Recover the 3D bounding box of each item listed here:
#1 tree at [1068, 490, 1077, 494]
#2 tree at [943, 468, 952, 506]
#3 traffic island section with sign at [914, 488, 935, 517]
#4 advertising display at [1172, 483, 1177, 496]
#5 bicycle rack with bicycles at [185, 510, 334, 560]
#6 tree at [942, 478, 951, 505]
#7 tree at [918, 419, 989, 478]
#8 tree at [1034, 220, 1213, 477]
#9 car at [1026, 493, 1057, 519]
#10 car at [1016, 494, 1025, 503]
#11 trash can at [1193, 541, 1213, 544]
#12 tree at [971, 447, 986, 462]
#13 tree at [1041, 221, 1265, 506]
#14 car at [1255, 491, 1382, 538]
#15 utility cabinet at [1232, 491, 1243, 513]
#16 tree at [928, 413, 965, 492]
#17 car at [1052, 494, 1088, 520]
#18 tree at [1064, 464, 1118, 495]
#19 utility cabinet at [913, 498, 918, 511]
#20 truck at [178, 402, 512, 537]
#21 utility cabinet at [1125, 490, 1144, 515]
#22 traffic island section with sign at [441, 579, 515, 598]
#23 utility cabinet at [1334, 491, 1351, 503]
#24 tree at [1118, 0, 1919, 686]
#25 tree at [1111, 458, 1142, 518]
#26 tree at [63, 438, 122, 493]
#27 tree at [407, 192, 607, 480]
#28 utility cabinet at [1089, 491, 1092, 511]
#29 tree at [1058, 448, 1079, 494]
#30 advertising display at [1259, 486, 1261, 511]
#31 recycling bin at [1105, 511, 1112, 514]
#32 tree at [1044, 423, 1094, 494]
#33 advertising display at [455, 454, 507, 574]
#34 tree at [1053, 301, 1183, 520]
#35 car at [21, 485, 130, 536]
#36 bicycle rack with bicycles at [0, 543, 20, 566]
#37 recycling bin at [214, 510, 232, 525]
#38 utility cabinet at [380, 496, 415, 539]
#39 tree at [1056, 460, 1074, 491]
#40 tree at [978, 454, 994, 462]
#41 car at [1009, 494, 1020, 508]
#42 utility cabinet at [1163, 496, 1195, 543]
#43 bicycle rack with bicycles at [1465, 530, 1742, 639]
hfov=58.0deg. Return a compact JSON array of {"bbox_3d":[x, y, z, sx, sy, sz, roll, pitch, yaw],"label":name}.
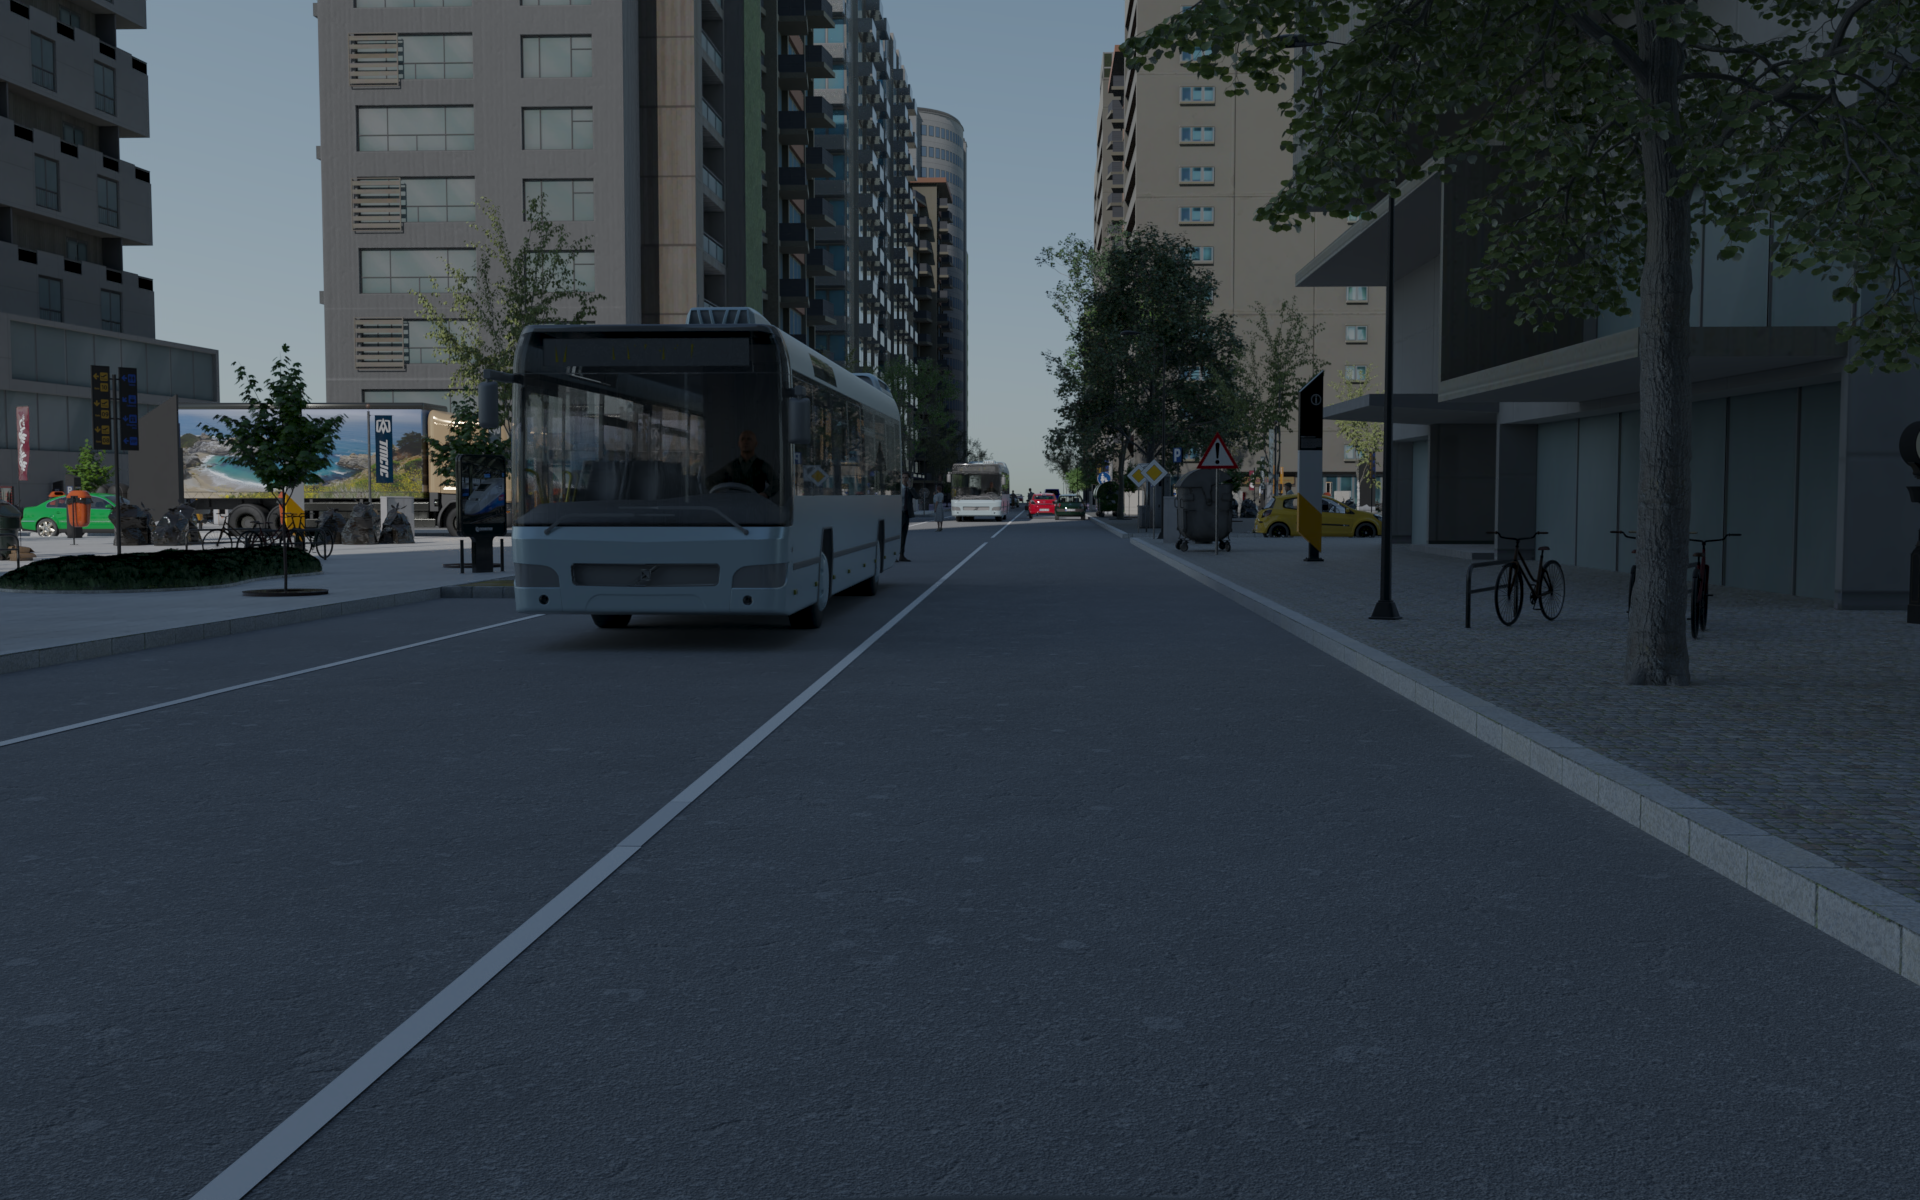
[{"bbox_3d":[16.971,-16.048,256.992,1.663,3.219,1.824,0,3,0],"label":"tree"},{"bbox_3d":[-0.323,-12.654,190.598,4.285,4.588,4.351,0,3,0],"label":"tree"},{"bbox_3d":[-2.167,-6.027,107.162,1.989,1.847,2.006,0,4,3],"label":"traffic island section with sign"},{"bbox_3d":[13.417,-6.138,105.575,0.974,1.923,0.123,-1,4,-17],"label":"advertising display"},{"bbox_3d":[-13.323,-1.220,33.334,2.852,0.926,2.925,2,4,32],"label":"bicycle rack with bicycles"},{"bbox_3d":[-1.322,-11.353,180.220,1.663,3.219,1.824,0,3,0],"label":"tree"},{"bbox_3d":[-0.583,-16.489,204.011,8.767,10.594,7.601,0,4,-8],"label":"tree"},{"bbox_3d":[11.276,-16.002,117.518,12.611,20.169,13.585,0,3,0],"label":"tree"},{"bbox_3d":[4.985,-5.738,102.851,2.155,1.783,4.494,0,4,2],"label":"car"},{"bbox_3d":[9.732,-17.163,289.646,2.155,1.783,4.494,0,4,3],"label":"car"},{"bbox_3d":[6.301,-2.023,44.723,0.748,1.137,0.748,0,3,0],"label":"trash can"},{"bbox_3d":[2.491,-18.928,259.833,4.360,8.622,3.978,0,3,0],"label":"tree"},{"bbox_3d":[8.157,-9.548,73.118,9.611,12.733,9.660,0,3,0],"label":"tree"},{"bbox_3d":[10.954,-2.582,52.439,3.980,1.641,2.015,0,4,3],"label":"car"},{"bbox_3d":[18.295,-6.525,115.355,1.173,1.500,0.318,-2,4,-35],"label":"utility cabinet"},{"bbox_3d":[-1.961,-12.359,152.428,4.360,8.622,3.978,0,3,0],"label":"tree"},{"bbox_3d":[6.129,-5.302,96.474,2.009,1.686,4.222,0,4,3],"label":"car"},{"bbox_3d":[11.101,-9.408,137.535,4.285,4.588,4.351,0,3,0],"label":"tree"},{"bbox_3d":[-3.510,-7.241,129.546,0.306,1.237,1.020,-2,4,-33],"label":"utility cabinet"},{"bbox_3d":[-18.629,-3.995,54.225,11.283,4.237,2.839,0,4,1],"label":"truck"},{"bbox_3d":[10.778,-6.016,107.037,1.173,1.500,0.318,2,4,32],"label":"utility cabinet"},{"bbox_3d":[-6.135,-0.987,24.767,1.989,1.847,2.006,0,4,3],"label":"traffic island section with sign"},{"bbox_3d":[27.430,-7.066,124.208,1.173,1.500,0.318,3,4,39],"label":"utility cabinet"},{"bbox_3d":[4.540,-5.729,11.791,7.486,12.596,7.792,0,3,0],"label":"tree"},{"bbox_3d":[9.050,-6.002,92.741,1.663,3.219,1.824,0,3,0],"label":"tree"},{"bbox_3d":[-30.332,-4.009,60.155,1.663,3.219,1.824,0,3,0],"label":"tree"},{"bbox_3d":[-10.711,-5.582,41.624,4.737,8.622,4.395,0,3,0],"label":"tree"},{"bbox_3d":[9.929,-7.460,130.655,0.318,1.500,1.173,0,4,-1],"label":"utility cabinet"},{"bbox_3d":[15.649,-18.107,246.406,4.737,8.622,4.395,0,3,0],"label":"tree"},{"bbox_3d":[22.663,-7.585,129.230,0.123,1.923,0.974,-2,4,-33],"label":"advertising display"},{"bbox_3d":[9.348,-5.991,110.509,0.722,1.027,0.722,0,4,0],"label":"recycling bin"},{"bbox_3d":[13.987,-17.206,215.733,8.767,10.594,7.601,2,4,29],"label":"tree"},{"bbox_3d":[-7.810,-1.411,28.288,0.123,1.923,0.974,2,4,33],"label":"advertising display"},{"bbox_3d":[8.151,-9.830,86.469,9.928,11.665,9.643,0,3,0],"label":"tree"},{"bbox_3d":[-27.411,-2.849,55.373,4.718,1.807,1.959,0,4,2],"label":"car"},{"bbox_3d":[-17.407,-0.958,29.039,2.852,0.926,2.925,2,4,31],"label":"bicycle rack with bicycles"},{"bbox_3d":[-30.528,-3.640,72.063,0.722,1.027,0.722,1,4,17],"label":"recycling bin"},{"bbox_3d":[-16.062,-2.344,49.486,0.306,1.237,1.020,2,4,28],"label":"utility cabinet"},{"bbox_3d":[17.366,-20.287,282.052,4.360,8.622,3.978,0,3,0],"label":"tree"},{"bbox_3d":[4.326,-20.868,291.557,4.737,8.622,4.395,0,3,0],"label":"tree"},{"bbox_3d":[5.397,-10.615,185.359,2.131,1.459,4.920,0,4,4],"label":"car"},{"bbox_3d":[5.891,-2.111,45.672,1.020,1.237,0.306,1,4,14],"label":"utility cabinet"},{"bbox_3d":[6.269,-0.214,16.879,2.852,0.926,2.925,2,4,33],"label":"bicycle rack with bicycles"}]
